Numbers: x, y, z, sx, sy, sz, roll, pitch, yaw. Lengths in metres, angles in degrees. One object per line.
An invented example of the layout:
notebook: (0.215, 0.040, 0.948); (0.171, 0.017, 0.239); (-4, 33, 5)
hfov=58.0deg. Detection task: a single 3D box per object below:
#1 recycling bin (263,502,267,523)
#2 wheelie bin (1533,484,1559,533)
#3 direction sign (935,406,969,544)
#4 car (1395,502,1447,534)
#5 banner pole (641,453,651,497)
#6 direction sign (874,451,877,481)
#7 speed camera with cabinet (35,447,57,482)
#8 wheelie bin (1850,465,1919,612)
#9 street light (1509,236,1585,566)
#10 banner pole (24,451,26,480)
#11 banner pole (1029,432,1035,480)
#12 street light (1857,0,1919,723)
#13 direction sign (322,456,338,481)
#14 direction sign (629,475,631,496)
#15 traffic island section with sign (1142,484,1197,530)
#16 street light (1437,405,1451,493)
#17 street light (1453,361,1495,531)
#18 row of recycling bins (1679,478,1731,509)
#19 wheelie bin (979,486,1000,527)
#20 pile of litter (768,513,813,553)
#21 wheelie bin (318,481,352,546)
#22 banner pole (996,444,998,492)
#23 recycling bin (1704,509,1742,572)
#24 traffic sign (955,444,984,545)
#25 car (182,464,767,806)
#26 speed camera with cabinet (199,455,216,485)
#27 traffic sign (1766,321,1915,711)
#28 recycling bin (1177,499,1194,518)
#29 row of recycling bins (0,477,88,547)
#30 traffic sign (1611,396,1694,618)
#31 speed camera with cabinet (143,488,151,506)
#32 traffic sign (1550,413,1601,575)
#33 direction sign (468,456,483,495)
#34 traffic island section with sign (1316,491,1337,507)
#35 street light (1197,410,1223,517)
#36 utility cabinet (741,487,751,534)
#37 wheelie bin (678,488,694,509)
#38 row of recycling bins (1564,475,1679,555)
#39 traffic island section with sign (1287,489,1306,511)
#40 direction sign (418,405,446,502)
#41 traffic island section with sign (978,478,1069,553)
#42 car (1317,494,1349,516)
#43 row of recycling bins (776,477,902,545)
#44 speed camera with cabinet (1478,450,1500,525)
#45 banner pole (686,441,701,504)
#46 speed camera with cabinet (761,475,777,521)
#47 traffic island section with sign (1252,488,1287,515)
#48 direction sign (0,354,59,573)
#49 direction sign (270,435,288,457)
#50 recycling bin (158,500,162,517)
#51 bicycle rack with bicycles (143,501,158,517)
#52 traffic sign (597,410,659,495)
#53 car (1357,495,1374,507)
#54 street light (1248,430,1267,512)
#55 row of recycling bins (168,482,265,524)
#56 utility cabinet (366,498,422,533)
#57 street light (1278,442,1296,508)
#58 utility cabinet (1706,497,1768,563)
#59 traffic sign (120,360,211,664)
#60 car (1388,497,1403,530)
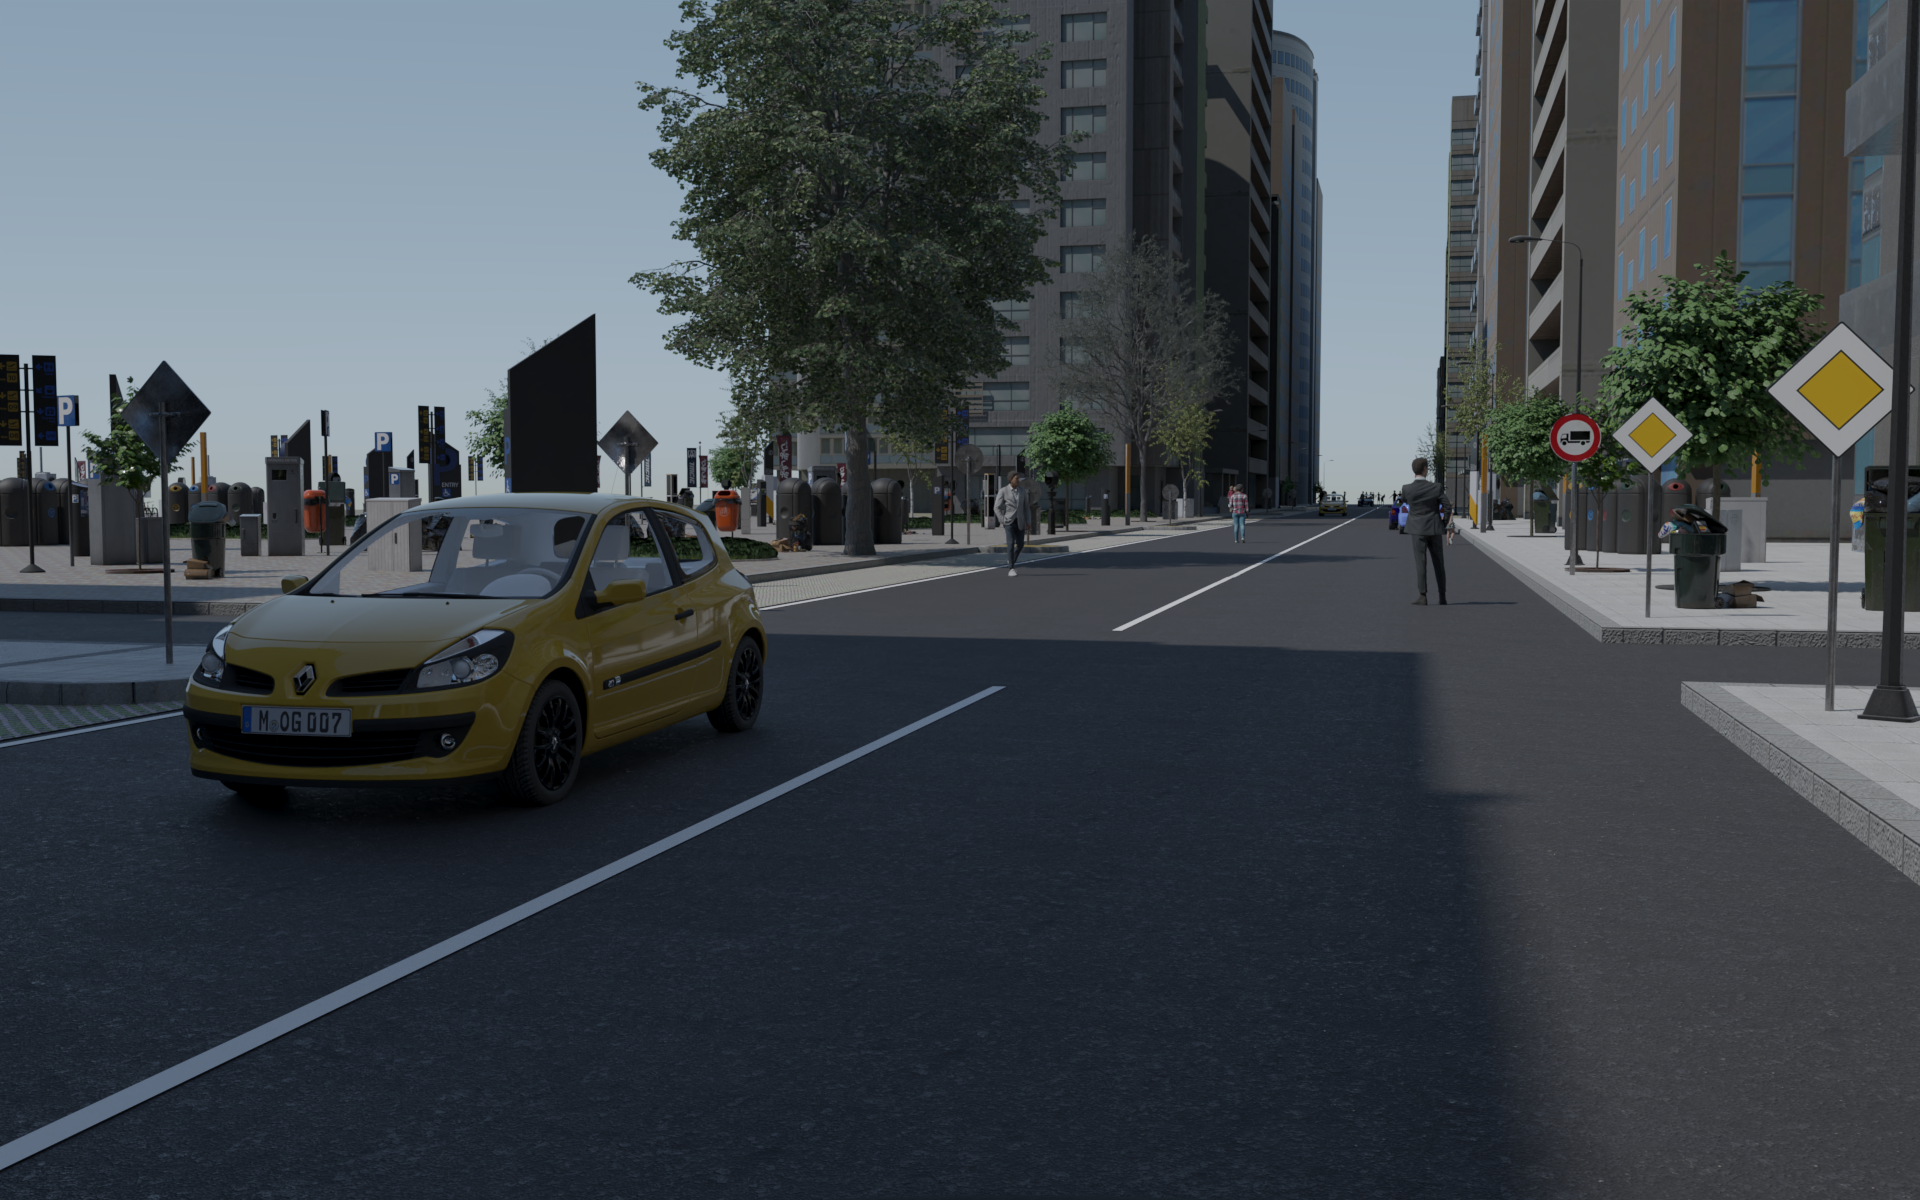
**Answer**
recycling bin: (-21.279, -2.548, 54.218); (0.722, 1.027, 0.722); (2, 4, 30)
wheelie bin: (19.117, -2.981, 56.647); (0.693, 1.594, 0.980); (3, 5, 42)
direction sign: (-0.205, -3.209, 44.456); (0.876, 3.537, 0.379); (0, 3, 0)
car: (16.818, -3.263, 62.938); (1.945, 1.707, 3.694); (1, 4, 14)
banner pole: (-13.204, -5.054, 72.646); (0.863, 3.779, 0.401); (3, 5, 40)
direction sign: (-4.477, -6.086, 91.509); (0.379, 3.537, 0.876); (0, 4, 5)
speed camera with cabinet: (-38.366, -4.743, 71.889); (0.660, 3.252, 2.038); (0, 4, 6)
wheelie bin: (10.324, -0.681, 19.046); (0.980, 1.594, 0.693); (2, 4, 28)
street light: (10.557, -3.586, 31.177); (1.470, 5.913, 1.316); (1, 4, 14)
banner pole: (-53.798, -6.696, 99.495); (0.401, 3.779, 0.863); (0, 4, -8)
banner pole: (2.901, -4.869, 69.620); (0.401, 3.779, 0.863); (1, 4, 21)
street light: (4.788, -2.282, 9.847); (1.470, 5.913, 1.316); (1, 4, 14)
direction sign: (-37.335, -6.772, 102.723); (0.876, 3.537, 0.379); (-2, 4, -27)
direction sign: (-12.185, -4.403, 63.986); (0.379, 3.537, 0.876); (0, 3, 0)
traffic island section with sign: (8.363, -3.680, 68.799); (1.989, 1.847, 2.006); (1, 4, 14)
street light: (25.838, -7.218, 90.550); (1.470, 5.913, 1.316); (1, 4, 14)
street light: (18.039, -5.386, 60.602); (1.470, 5.913, 1.316); (1, 4, 14)
row of recycling bins: (18.145, -2.327, 45.155); (3.534, 1.692, 1.069); (1, 4, 14)
wheelie bin: (1.146, -3.582, 66.468); (0.693, 1.594, 0.980); (-2, 4, -34)
pile of litter: (-3.867, -1.515, 38.728); (1.176, 0.858, 1.719); (1, 4, 22)
wheelie bin: (-15.741, -2.169, 43.366); (0.980, 1.594, 0.693); (-1, 4, -17)
banner pole: (1.854, -5.941, 87.157); (0.401, 3.779, 0.863); (0, 4, 4)
recycling bin: (12.466, -0.994, 28.800); (0.722, 1.027, 0.722); (-1, 4, -21)
traffic sign: (0.217, -2.675, 43.850); (0.768, 2.556, 0.104); (1, 4, 17)
car: (-2.403, 0.055, 9.320); (2.015, 1.641, 3.980); (1, 4, 13)
speed camera with cabinet: (-37.569, -5.740, 88.178); (2.038, 3.252, 0.660); (-3, 5, -40)
traffic sign: (5.138, -0.400, 10.178); (0.795, 2.450, 0.064); (1, 4, 14)
recycling bin: (12.159, -4.954, 93.544); (0.722, 1.027, 0.722); (-1, 4, -19)
row of recycling bins: (-22.937, -2.240, 43.738); (1.069, 1.692, 3.534); (1, 4, 12)
traffic sign: (7.135, -0.873, 17.910); (0.795, 2.450, 0.064); (1, 4, 14)
speed camera with cabinet: (-49.743, -6.771, 105.040); (0.660, 3.252, 2.038); (0, 4, -4)
traffic sign: (9.689, -1.665, 27.330); (0.768, 2.556, 0.104); (1, 4, 16)
direction sign: (-28.721, -6.774, 102.759); (0.876, 3.537, 0.379); (0, 4, -2)
traffic island section with sign: (41.655, -11.563, 197.688); (1.989, 1.847, 2.006); (1, 4, 14)
street light: (13.807, -7.528, 95.625); (1.470, 5.913, 1.316); (1, 4, 14)
utility cabinet: (-6.862, -2.868, 55.563); (0.318, 1.500, 1.173); (0, 4, -7)
wheelie bin: (-13.941, -4.913, 88.234); (0.693, 1.594, 0.980); (2, 4, 34)
row of recycling bins: (14.439, -1.907, 38.286); (1.069, 1.692, 3.534); (0, 4, -4)
traffic island section with sign: (27.527, -8.219, 143.000); (1.989, 1.847, 2.006); (1, 4, 14)
direction sign: (-13.576, -3.217, 44.593); (0.379, 3.537, 0.876); (2, 4, 31)
traffic island section with sign: (1.629, -2.084, 42.695); (1.989, 1.847, 2.006); (1, 4, 14)
car: (24.456, -6.315, 113.481); (2.015, 1.641, 3.980); (1, 4, 15)
row of recycling bins: (-3.004, -2.252, 43.926); (3.534, 1.692, 1.069); (-2, 4, -35)
speed camera with cabinet: (22.401, -4.846, 73.562); (0.660, 3.252, 2.038); (2, 4, 32)
banner pole: (-12.561, -5.640, 82.227); (0.863, 3.779, 0.401); (-1, 4, -10)
speed camera with cabinet: (-8.928, -5.456, 83.542); (0.660, 3.252, 2.038); (-2, 4, -29)
traffic island section with sign: (20.784, -6.622, 116.899); (1.989, 1.847, 2.006); (1, 4, 14)
direction sign: (-15.166, -2.215, 28.216); (0.876, 3.537, 0.379); (-1, 4, -20)
direction sign: (-26.054, -4.549, 66.376); (0.876, 3.537, 0.379); (2, 4, 26)
recycling bin: (-35.797, -4.029, 78.420); (0.722, 1.027, 0.722); (-3, 5, -43)
bicycle rack with bicycles: (-40.410, -4.365, 84.754); (2.852, 0.926, 2.925); (1, 4, 18)
traffic sign: (-3.991, -1.049, 20.793); (0.795, 2.450, 0.064); (1, 4, 14)
car: (46.874, -11.464, 200.016); (1.945, 1.354, 3.894); (1, 4, 16)
street light: (21.391, -9.326, 125.024); (1.470, 5.913, 1.316); (1, 4, 14)
row of recycling bins: (-25.978, -3.235, 60.001); (3.534, 1.692, 1.069); (1, 4, 20)
utility cabinet: (-9.425, -1.081, 28.839); (1.020, 1.237, 0.306); (2, 4, 30)
street light: (29.054, -11.127, 154.474); (1.470, 5.913, 1.316); (1, 4, 14)
utility cabinet: (14.512, -1.299, 32.403); (1.020, 1.237, 0.306); (0, 4, 6)
traffic sign: (-5.987, -0.576, 13.061); (0.795, 2.450, 0.064); (1, 4, 14)
car: (18.409, -3.545, 70.538); (1.945, 1.354, 3.894); (1, 4, 16)
